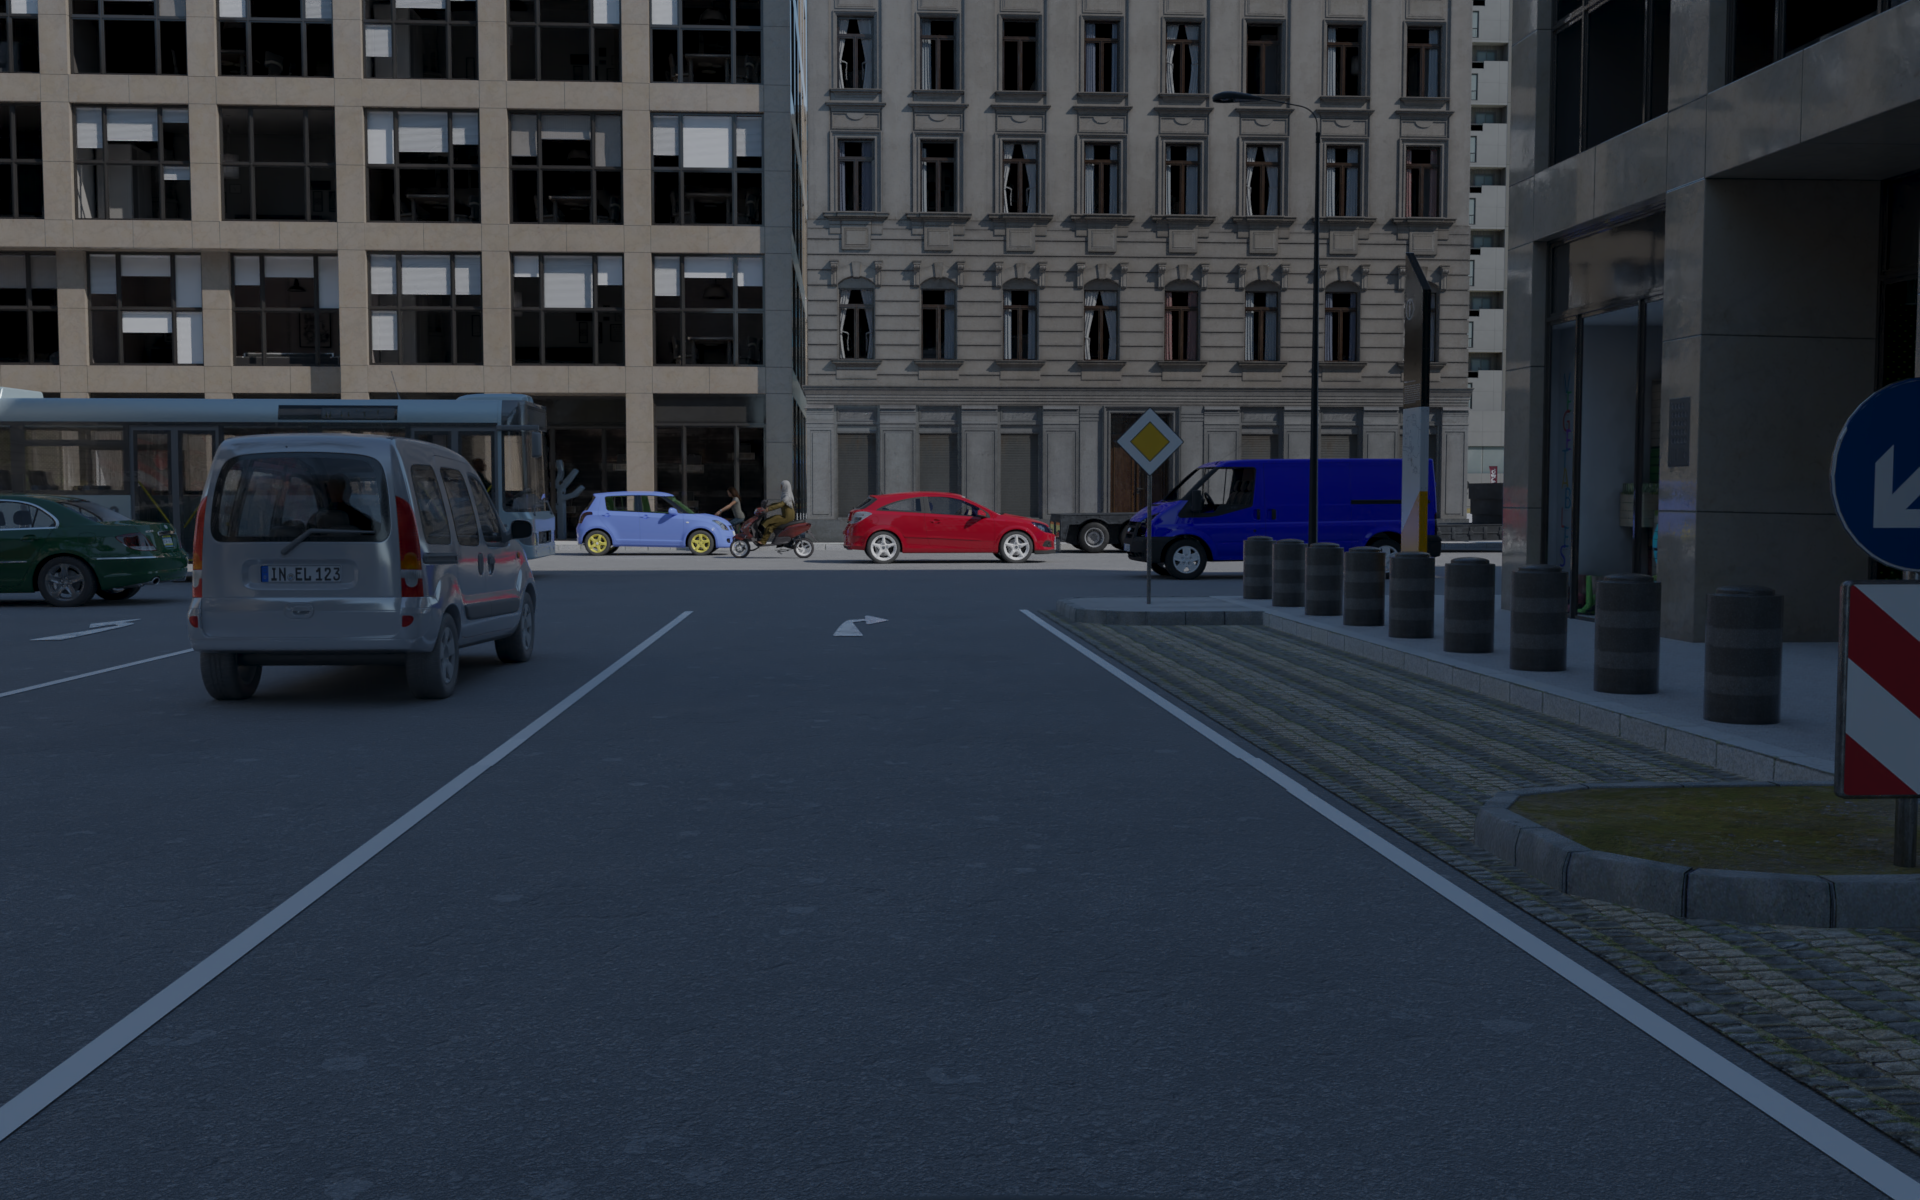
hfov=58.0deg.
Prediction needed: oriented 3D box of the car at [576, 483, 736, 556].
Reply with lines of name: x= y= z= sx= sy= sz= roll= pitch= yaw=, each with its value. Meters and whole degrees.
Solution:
car: x=-7.153 y=-1.914 z=40.890 sx=3.694 sy=1.707 sz=1.945 roll=0 pitch=4 yaw=-3

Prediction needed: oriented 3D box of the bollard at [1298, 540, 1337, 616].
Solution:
bollard: x=3.865 y=-0.224 z=18.378 sx=0.404 sy=0.777 sz=0.398 roll=0 pitch=3 yaw=0

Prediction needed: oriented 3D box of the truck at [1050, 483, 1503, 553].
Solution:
truck: x=11.698 y=-3.267 z=43.176 sx=18.799 sy=4.110 sz=2.967 roll=0 pitch=4 yaw=-3

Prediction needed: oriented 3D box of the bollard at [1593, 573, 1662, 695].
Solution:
bollard: x=4.332 y=0.212 z=11.245 sx=0.404 sy=0.777 sz=0.398 roll=0 pitch=3 yaw=0

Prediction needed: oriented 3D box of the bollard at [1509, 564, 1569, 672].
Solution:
bollard: x=4.235 y=0.125 z=12.670 sx=0.404 sy=0.777 sz=0.398 roll=0 pitch=3 yaw=0

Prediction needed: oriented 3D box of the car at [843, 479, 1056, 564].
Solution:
car: x=-0.213 y=-1.676 z=36.446 sx=4.494 sy=1.783 sz=2.155 roll=0 pitch=4 yaw=-6

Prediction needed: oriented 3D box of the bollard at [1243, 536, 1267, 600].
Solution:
bollard: x=3.676 y=-0.399 z=21.240 sx=0.404 sy=0.777 sz=0.398 roll=0 pitch=3 yaw=0

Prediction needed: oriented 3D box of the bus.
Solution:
bus: x=-12.787 y=-2.086 z=28.974 sx=13.247 sy=3.499 sz=2.948 roll=0 pitch=4 yaw=-5

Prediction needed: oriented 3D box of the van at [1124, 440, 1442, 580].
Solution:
van: x=5.460 y=-1.555 z=29.813 sx=5.245 sy=2.365 sz=2.240 roll=0 pitch=4 yaw=-4

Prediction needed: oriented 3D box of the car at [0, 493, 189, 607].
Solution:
car: x=-12.762 y=-0.663 z=22.632 sx=4.920 sy=1.459 sz=2.131 roll=0 pitch=4 yaw=-5

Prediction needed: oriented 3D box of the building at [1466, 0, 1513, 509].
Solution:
building: x=48.409 y=-35.299 z=166.370 sx=27.495 sy=52.752 sz=28.713 roll=0 pitch=4 yaw=-4

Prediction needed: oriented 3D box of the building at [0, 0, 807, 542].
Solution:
building: x=-22.066 y=-15.266 z=54.123 sx=34.151 sy=26.468 sz=19.350 roll=0 pitch=4 yaw=-4

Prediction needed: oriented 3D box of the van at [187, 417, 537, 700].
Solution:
van: x=-4.452 y=-0.394 z=13.449 sx=2.013 sy=2.044 sz=4.112 roll=0 pitch=4 yaw=-2

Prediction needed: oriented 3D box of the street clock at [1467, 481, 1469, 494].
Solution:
street clock: x=27.171 y=-5.424 z=93.251 sx=0.358 sy=2.002 sz=0.471 roll=-2 pitch=4 yaw=-27

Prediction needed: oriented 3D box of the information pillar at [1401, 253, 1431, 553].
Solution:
information pillar: x=4.381 y=-1.549 z=16.674 sx=0.183 sy=3.616 sz=0.504 roll=0 pitch=4 yaw=-6

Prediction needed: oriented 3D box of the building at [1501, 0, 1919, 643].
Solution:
building: x=16.718 y=-12.091 z=2.197 sx=19.350 sy=26.468 sz=34.151 roll=0 pitch=4 yaw=-4

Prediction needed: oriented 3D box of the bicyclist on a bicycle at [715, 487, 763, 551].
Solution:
bicyclist on a bicycle: x=-5.749 y=-2.037 z=43.333 sx=1.625 sy=1.676 sz=1.499 roll=0 pitch=4 yaw=-4

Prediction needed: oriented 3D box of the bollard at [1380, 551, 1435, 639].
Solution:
bollard: x=4.052 y=-0.050 z=15.528 sx=0.404 sy=0.777 sz=0.398 roll=0 pitch=3 yaw=0

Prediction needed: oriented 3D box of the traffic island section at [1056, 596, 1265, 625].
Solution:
traffic island section: x=2.222 y=0.126 z=20.217 sx=2.009 sy=0.180 sz=2.903 roll=0 pitch=4 yaw=-4

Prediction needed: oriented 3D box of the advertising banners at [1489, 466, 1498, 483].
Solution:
advertising banners: x=33.896 y=-6.815 z=107.606 sx=2.074 sy=3.025 sz=0.090 roll=0 pitch=4 yaw=7

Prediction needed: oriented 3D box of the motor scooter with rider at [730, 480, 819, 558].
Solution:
motor scooter with rider: x=-4.143 y=-1.814 z=38.628 sx=1.986 sy=1.779 sz=0.876 roll=0 pitch=4 yaw=-2

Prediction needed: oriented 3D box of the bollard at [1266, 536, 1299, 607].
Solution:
bollard: x=3.775 y=-0.312 z=19.811 sx=0.404 sy=0.777 sz=0.398 roll=0 pitch=3 yaw=0

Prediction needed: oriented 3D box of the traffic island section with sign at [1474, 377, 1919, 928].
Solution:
traffic island section with sign: x=3.113 y=0.122 z=6.638 sx=1.989 sy=1.847 sz=2.006 roll=0 pitch=4 yaw=-4

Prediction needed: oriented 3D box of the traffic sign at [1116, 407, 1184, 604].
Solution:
traffic sign: x=2.199 y=-1.009 z=20.138 sx=0.795 sy=2.450 sz=0.064 roll=0 pitch=4 yaw=-4

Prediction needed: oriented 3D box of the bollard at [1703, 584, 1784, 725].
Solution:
bollard: x=4.429 y=0.301 z=9.794 sx=0.404 sy=0.777 sz=0.398 roll=0 pitch=3 yaw=0

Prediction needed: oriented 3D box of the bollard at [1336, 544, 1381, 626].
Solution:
bollard: x=3.959 y=-0.137 z=16.953 sx=0.404 sy=0.777 sz=0.398 roll=0 pitch=3 yaw=0

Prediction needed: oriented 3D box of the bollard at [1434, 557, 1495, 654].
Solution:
bollard: x=4.148 y=0.038 z=14.104 sx=0.404 sy=0.777 sz=0.398 roll=0 pitch=3 yaw=0

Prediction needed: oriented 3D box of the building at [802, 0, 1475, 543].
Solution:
building: x=4.523 y=-12.296 z=50.184 sx=18.267 sy=20.994 sz=9.793 roll=0 pitch=4 yaw=-4

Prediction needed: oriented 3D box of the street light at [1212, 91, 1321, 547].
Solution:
street light: x=3.605 y=-2.914 z=20.180 sx=1.470 sy=5.913 sz=1.316 roll=0 pitch=4 yaw=-4
